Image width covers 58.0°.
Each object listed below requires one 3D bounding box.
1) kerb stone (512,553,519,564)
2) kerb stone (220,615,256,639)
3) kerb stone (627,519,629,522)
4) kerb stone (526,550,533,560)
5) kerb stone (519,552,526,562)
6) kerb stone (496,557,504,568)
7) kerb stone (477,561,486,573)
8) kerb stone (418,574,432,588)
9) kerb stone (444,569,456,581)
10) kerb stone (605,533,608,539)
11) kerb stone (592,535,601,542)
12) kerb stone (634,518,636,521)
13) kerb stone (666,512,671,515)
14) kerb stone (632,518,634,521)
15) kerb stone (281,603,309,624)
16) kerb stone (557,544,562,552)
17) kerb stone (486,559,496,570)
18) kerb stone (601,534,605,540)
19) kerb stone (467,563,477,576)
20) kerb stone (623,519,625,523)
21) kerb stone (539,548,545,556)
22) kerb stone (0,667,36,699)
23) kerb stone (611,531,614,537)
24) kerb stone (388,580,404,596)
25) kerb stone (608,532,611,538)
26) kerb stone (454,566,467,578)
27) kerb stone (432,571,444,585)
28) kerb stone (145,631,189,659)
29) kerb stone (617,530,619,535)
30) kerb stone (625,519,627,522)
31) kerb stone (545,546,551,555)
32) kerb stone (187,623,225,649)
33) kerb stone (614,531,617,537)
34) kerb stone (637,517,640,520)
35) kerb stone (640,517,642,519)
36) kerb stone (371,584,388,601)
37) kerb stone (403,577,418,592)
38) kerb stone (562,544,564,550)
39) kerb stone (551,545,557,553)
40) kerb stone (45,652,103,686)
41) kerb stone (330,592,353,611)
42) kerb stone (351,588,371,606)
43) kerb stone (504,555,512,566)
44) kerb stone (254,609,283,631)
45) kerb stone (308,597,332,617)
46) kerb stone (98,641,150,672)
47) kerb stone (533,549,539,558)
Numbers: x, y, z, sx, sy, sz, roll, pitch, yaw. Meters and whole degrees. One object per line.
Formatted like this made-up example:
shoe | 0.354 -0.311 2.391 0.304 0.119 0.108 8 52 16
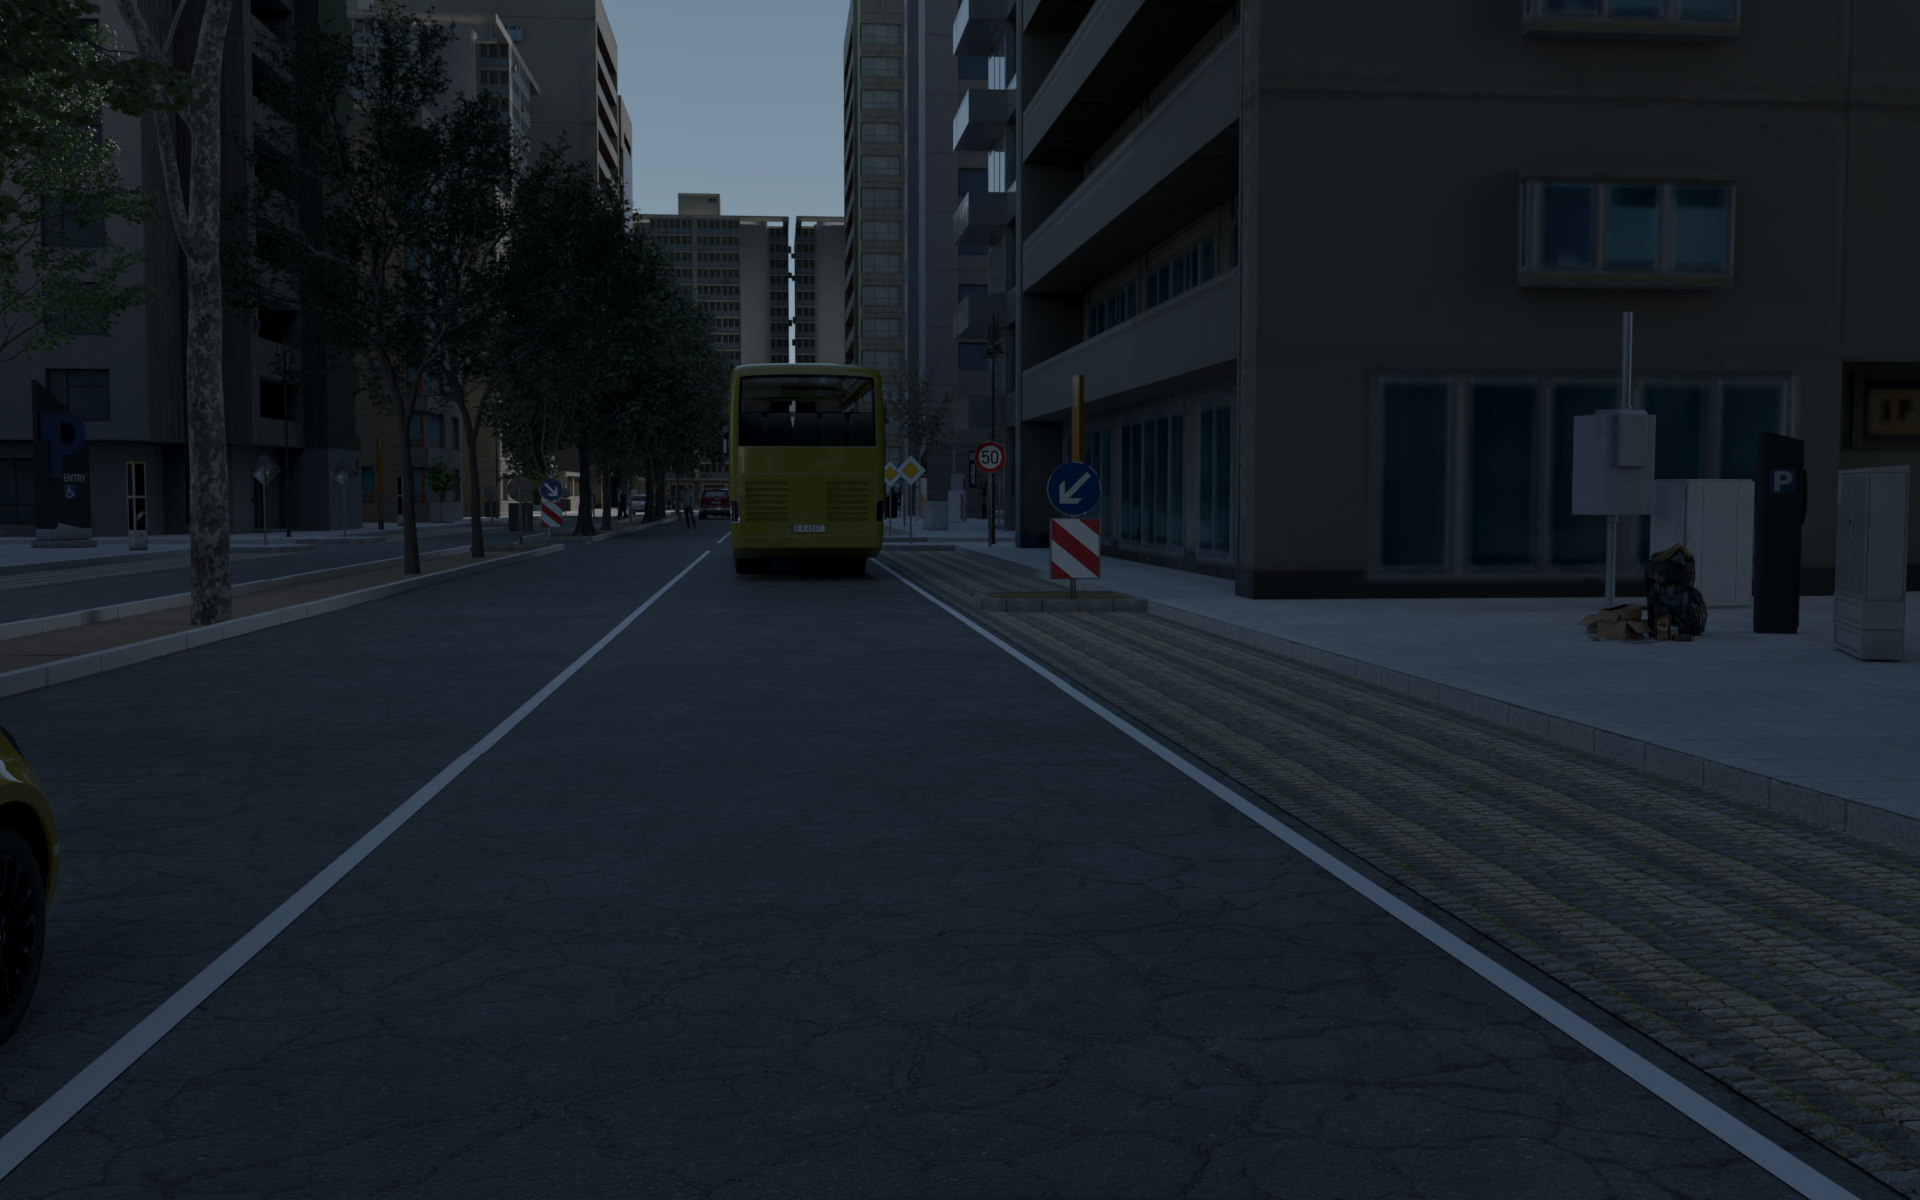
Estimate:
kerb stone | -9.292 -0.831 35.787 0.120 0.150 1.000 0 4 -6
kerb stone | -7.343 0.289 17.472 0.120 0.150 1.000 0 4 -6
kerb stone | -16.897 -3.966 87.123 0.120 0.150 1.000 0 4 -6
kerb stone | -9.516 -0.956 37.830 0.120 0.150 1.000 0 4 -6
kerb stone | -9.405 -0.894 36.812 0.120 0.150 1.000 0 4 -6
kerb stone | -9.084 -0.707 33.754 0.120 0.150 1.000 0 4 -6
kerb stone | -8.870 -0.581 31.721 0.120 0.150 1.000 0 4 -6
kerb stone | -8.321 -0.272 26.636 0.120 0.150 1.000 0 4 -6
kerb stone | -8.543 -0.390 28.672 0.120 0.150 1.000 0 4 -6
kerb stone | -11.326 -1.985 54.732 0.120 0.150 1.000 0 4 -6
kerb stone | -11.101 -1.862 52.688 0.120 0.150 1.000 0 4 -6
kerb stone | -17.321 -4.221 91.210 0.120 0.150 1.000 0 4 -6
kerb stone | -20.925 -6.277 124.832 0.120 0.150 1.000 0 4 -6
kerb stone | -17.224 -4.153 90.189 0.120 0.150 1.000 0 4 -6
kerb stone | -7.561 0.164 19.507 0.120 0.150 1.000 0 4 -6
kerb stone | -10.061 -1.264 42.920 0.120 0.150 1.000 0 4 -6
kerb stone | -8.971 -0.645 32.738 0.120 0.150 1.000 0 4 -6
kerb stone | -11.206 -1.927 53.710 0.120 0.150 1.000 0 4 -6
kerb stone | -8.751 -0.520 30.706 0.120 0.150 1.000 0 4 -6
kerb stone | -16.674 -3.846 85.080 0.120 0.150 1.000 0 4 -6
kerb stone | -9.731 -1.081 39.868 0.120 0.150 1.000 0 4 -6
kerb stone | -6.802 0.602 12.368 0.120 0.150 1.000 0 4 -6
kerb stone | -11.537 -2.111 56.766 0.120 0.150 1.000 0 4 -6
kerb stone | -8.099 -0.147 24.604 0.120 0.150 1.000 0 4 -6
kerb stone | -11.430 -2.052 55.749 0.120 0.150 1.000 0 4 -6
kerb stone | -8.640 -0.457 29.690 0.120 0.150 1.000 0 4 -6
kerb stone | -8.432 -0.334 27.656 0.120 0.150 1.000 0 4 -6
kerb stone | -7.127 0.418 15.432 0.120 0.150 1.000 0 4 -6
kerb stone | -11.757 -2.239 58.805 0.120 0.150 1.000 0 4 -6
kerb stone | -16.783 -3.909 86.107 0.120 0.150 1.000 0 4 -6
kerb stone | -9.843 -1.143 40.887 0.120 0.150 1.000 0 4 -6
kerb stone | -7.234 0.354 16.455 0.120 0.150 1.000 0 4 -6
kerb stone | -11.643 -2.174 57.789 0.120 0.150 1.000 0 4 -6
kerb stone | -17.657 -4.408 94.267 0.120 0.150 1.000 0 4 -6
kerb stone | -17.760 -4.469 95.286 0.120 0.150 1.000 0 4 -6
kerb stone | -7.993 -0.085 23.587 0.120 0.150 1.000 0 4 -6
kerb stone | -8.218 -0.209 25.619 0.120 0.150 1.000 0 4 -6
kerb stone | -10.170 -1.330 43.936 0.120 0.150 1.000 0 4 -6
kerb stone | -9.947 -1.203 41.904 0.120 0.150 1.000 0 4 -6
kerb stone | -6.905 0.541 13.400 0.120 0.150 1.000 0 4 -6
kerb stone | -7.769 0.040 21.551 0.120 0.150 1.000 0 4 -6
kerb stone | -7.889 -0.023 22.570 0.120 0.150 1.000 0 4 -6
kerb stone | -9.187 -0.768 34.771 0.120 0.150 1.000 0 4 -6
kerb stone | -7.459 0.230 18.488 0.120 0.150 1.000 0 4 -6
kerb stone | -7.666 0.104 20.533 0.120 0.150 1.000 0 4 -6
kerb stone | -7.012 0.480 14.416 0.120 0.150 1.000 0 4 -6
kerb stone | -9.623 -1.015 38.852 0.120 0.150 1.000 0 4 -6
